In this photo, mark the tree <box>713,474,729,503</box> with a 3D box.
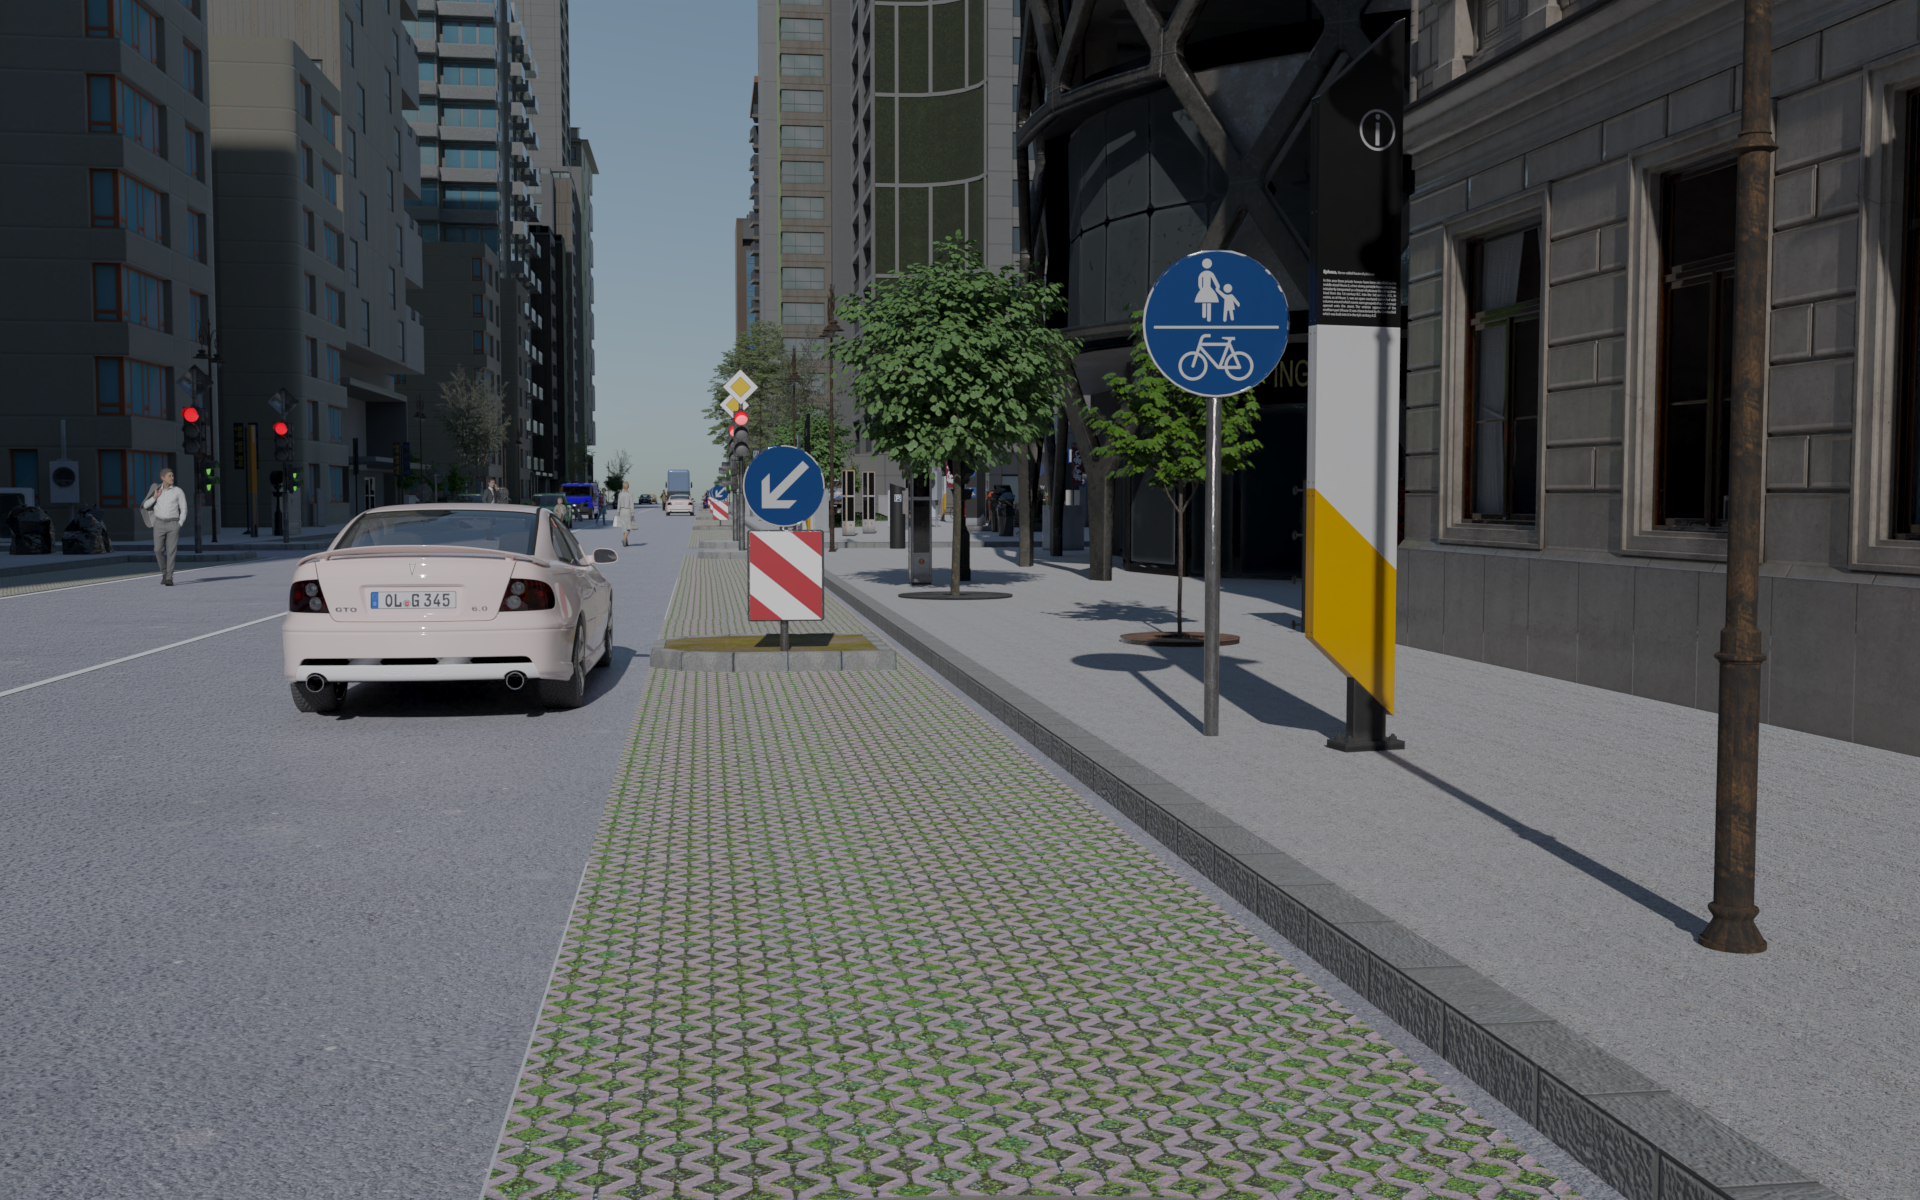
[{"bbox_3d":[-35.506,-16.955,260.924,4.285,4.588,4.351,0,3,0],"label":"tree"}]

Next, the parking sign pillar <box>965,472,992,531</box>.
[{"bbox_3d":[0.543,-4.384,60.157,1.447,3.967,1.447,1,4,14],"label":"parking sign pillar"}]

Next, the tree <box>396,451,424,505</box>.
[{"bbox_3d":[-36.131,-7.834,111.798,4.285,4.588,4.351,0,3,0],"label":"tree"}]

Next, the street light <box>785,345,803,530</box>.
[{"bbox_3d":[-5.159,-4.963,53.938,0.468,5.910,1.993,-1,4,-8],"label":"street light"}]

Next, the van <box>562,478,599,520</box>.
[{"bbox_3d":[-21.387,-5.678,97.227,2.240,2.365,5.245,0,4,-7],"label":"van"}]

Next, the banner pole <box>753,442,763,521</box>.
[{"bbox_3d":[-9.652,-5.689,83.029,0.401,3.779,0.863,3,4,37],"label":"banner pole"}]

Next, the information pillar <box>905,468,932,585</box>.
[{"bbox_3d":[-0.566,-1.222,24.475,0.304,2.012,0.304,-1,4,-10],"label":"information pillar"}]

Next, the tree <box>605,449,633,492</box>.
[{"bbox_3d":[-54.352,-19.969,276.851,4.360,8.622,3.978,0,3,0],"label":"tree"}]

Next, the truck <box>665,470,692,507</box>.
[{"bbox_3d":[-29.968,-11.888,184.132,2.967,4.110,18.799,-1,4,-9],"label":"truck"}]

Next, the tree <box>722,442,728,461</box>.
[{"bbox_3d":[-26.121,-15.608,205.556,4.360,8.622,3.978,0,3,0],"label":"tree"}]

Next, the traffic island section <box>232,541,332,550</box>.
[{"bbox_3d":[-17.711,-1.419,45.485,2.009,0.180,2.903,-1,4,-8],"label":"traffic island section"}]

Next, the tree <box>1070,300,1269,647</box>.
[{"bbox_3d":[1.773,-1.241,14.898,1.663,3.219,1.824,0,3,0],"label":"tree"}]

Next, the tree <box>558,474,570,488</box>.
[{"bbox_3d":[-38.078,-10.564,167.323,1.663,3.219,1.824,0,3,0],"label":"tree"}]

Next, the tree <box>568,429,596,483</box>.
[{"bbox_3d":[-43.175,-14.997,195.555,4.737,8.622,4.395,0,3,0],"label":"tree"}]

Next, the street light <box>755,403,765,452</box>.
[{"bbox_3d":[-10.056,-7.013,87.448,0.468,5.910,1.993,-1,4,-8],"label":"street light"}]

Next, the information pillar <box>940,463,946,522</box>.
[{"bbox_3d":[-0.770,-5.481,80.971,0.183,3.616,0.504,-1,4,-18],"label":"information pillar"}]

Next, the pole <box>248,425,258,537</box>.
[{"bbox_3d":[-20.894,-3.507,51.185,0.158,3.312,0.155,0,3,0],"label":"pole"}]

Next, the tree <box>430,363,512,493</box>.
[{"bbox_3d":[-27.918,-9.064,98.561,4.360,8.622,3.978,0,3,0],"label":"tree"}]

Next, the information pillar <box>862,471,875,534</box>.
[{"bbox_3d":[-2.953,-3.154,56.057,0.304,2.012,0.304,-3,5,-41],"label":"information pillar"}]

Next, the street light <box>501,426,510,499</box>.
[{"bbox_3d":[-29.833,-8.617,113.675,0.468,5.910,1.993,-1,4,-8],"label":"street light"}]

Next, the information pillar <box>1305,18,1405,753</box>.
[{"bbox_3d":[1.967,-1.054,8.593,0.504,3.616,0.183,-1,4,-19],"label":"information pillar"}]

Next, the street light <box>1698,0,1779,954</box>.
[{"bbox_3d":[2.194,-1.954,4.740,0.468,5.910,1.993,-1,4,-8],"label":"street light"}]

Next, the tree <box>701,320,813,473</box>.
[{"bbox_3d":[-13.193,-11.942,113.384,7.486,12.596,7.792,0,3,0],"label":"tree"}]

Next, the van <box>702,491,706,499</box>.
[{"bbox_3d":[-32.400,-13.280,224.133,2.013,2.044,4.112,-1,4,-8],"label":"van"}]

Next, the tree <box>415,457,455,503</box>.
[{"bbox_3d":[-27.680,-5.878,90.698,1.663,3.219,1.824,0,3,0],"label":"tree"}]

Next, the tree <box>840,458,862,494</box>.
[{"bbox_3d":[-5.683,-6.007,92.822,1.663,3.219,1.824,0,3,0],"label":"tree"}]

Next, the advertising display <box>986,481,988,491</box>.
[{"bbox_3d":[1.232,-4.769,83.184,0.123,1.923,0.974,0,4,8],"label":"advertising display"}]

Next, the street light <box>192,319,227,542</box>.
[{"bbox_3d":[-19.806,-4.468,45.837,0.468,5.910,1.993,-1,4,-8],"label":"street light"}]

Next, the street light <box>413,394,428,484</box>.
[{"bbox_3d":[-24.944,-6.567,80.163,0.468,5.910,1.993,-1,4,-8],"label":"street light"}]

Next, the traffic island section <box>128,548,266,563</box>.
[{"bbox_3d":[-16.543,-0.936,37.586,2.009,0.180,2.903,-1,4,-8],"label":"traffic island section"}]

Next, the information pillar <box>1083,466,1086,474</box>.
[{"bbox_3d":[6.379,-5.920,88.150,0.183,3.616,0.504,-3,4,-36],"label":"information pillar"}]

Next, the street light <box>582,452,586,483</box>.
[{"bbox_3d":[-41.023,-13.243,189.308,0.468,5.910,1.993,-1,4,-8],"label":"street light"}]

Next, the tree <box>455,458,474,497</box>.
[{"bbox_3d":[-27.194,-6.048,93.484,1.663,3.219,1.824,0,3,0],"label":"tree"}]

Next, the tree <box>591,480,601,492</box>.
[{"bbox_3d":[-44.073,-13.175,210.017,1.663,3.219,1.824,0,3,0],"label":"tree"}]

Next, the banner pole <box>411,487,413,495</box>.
[{"bbox_3d":[-36.394,-7.613,114.493,0.863,3.779,0.401,1,4,23],"label":"banner pole"}]

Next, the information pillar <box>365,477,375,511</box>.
[{"bbox_3d":[-26.089,-4.409,76.586,0.304,2.012,0.304,2,4,32],"label":"information pillar"}]

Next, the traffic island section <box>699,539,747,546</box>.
[{"bbox_3d":[-6.095,-1.524,47.192,2.009,0.180,2.903,-1,4,-8],"label":"traffic island section"}]

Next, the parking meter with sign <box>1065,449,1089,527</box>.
[{"bbox_3d":[5.012,-4.315,66.812,1.738,3.016,0.543,-2,4,-35],"label":"parking meter with sign"}]

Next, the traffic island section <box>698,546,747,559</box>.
[{"bbox_3d":[-4.926,-1.040,39.293,2.009,0.180,2.903,-1,4,-8],"label":"traffic island section"}]

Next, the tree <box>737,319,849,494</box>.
[{"bbox_3d":[-6.818,-7.548,73.765,4.360,8.622,3.978,0,3,0],"label":"tree"}]

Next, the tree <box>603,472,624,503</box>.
[{"bbox_3d":[-51.372,-16.743,257.466,4.285,4.588,4.351,0,3,0],"label":"tree"}]

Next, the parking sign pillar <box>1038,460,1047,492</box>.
[{"bbox_3d":[4.357,-6.828,100.111,1.447,3.967,1.447,-1,4,-9],"label":"parking sign pillar"}]

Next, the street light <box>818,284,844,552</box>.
[{"bbox_3d":[-2.835,-4.003,38.231,0.468,5.910,1.993,-1,4,-8],"label":"street light"}]

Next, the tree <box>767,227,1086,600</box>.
[{"bbox_3d":[-0.137,-2.309,21.471,4.285,4.588,4.351,0,3,0],"label":"tree"}]

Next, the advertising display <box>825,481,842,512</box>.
[{"bbox_3d":[-6.139,-4.827,84.136,0.974,1.923,0.123,1,4,14],"label":"advertising display"}]
